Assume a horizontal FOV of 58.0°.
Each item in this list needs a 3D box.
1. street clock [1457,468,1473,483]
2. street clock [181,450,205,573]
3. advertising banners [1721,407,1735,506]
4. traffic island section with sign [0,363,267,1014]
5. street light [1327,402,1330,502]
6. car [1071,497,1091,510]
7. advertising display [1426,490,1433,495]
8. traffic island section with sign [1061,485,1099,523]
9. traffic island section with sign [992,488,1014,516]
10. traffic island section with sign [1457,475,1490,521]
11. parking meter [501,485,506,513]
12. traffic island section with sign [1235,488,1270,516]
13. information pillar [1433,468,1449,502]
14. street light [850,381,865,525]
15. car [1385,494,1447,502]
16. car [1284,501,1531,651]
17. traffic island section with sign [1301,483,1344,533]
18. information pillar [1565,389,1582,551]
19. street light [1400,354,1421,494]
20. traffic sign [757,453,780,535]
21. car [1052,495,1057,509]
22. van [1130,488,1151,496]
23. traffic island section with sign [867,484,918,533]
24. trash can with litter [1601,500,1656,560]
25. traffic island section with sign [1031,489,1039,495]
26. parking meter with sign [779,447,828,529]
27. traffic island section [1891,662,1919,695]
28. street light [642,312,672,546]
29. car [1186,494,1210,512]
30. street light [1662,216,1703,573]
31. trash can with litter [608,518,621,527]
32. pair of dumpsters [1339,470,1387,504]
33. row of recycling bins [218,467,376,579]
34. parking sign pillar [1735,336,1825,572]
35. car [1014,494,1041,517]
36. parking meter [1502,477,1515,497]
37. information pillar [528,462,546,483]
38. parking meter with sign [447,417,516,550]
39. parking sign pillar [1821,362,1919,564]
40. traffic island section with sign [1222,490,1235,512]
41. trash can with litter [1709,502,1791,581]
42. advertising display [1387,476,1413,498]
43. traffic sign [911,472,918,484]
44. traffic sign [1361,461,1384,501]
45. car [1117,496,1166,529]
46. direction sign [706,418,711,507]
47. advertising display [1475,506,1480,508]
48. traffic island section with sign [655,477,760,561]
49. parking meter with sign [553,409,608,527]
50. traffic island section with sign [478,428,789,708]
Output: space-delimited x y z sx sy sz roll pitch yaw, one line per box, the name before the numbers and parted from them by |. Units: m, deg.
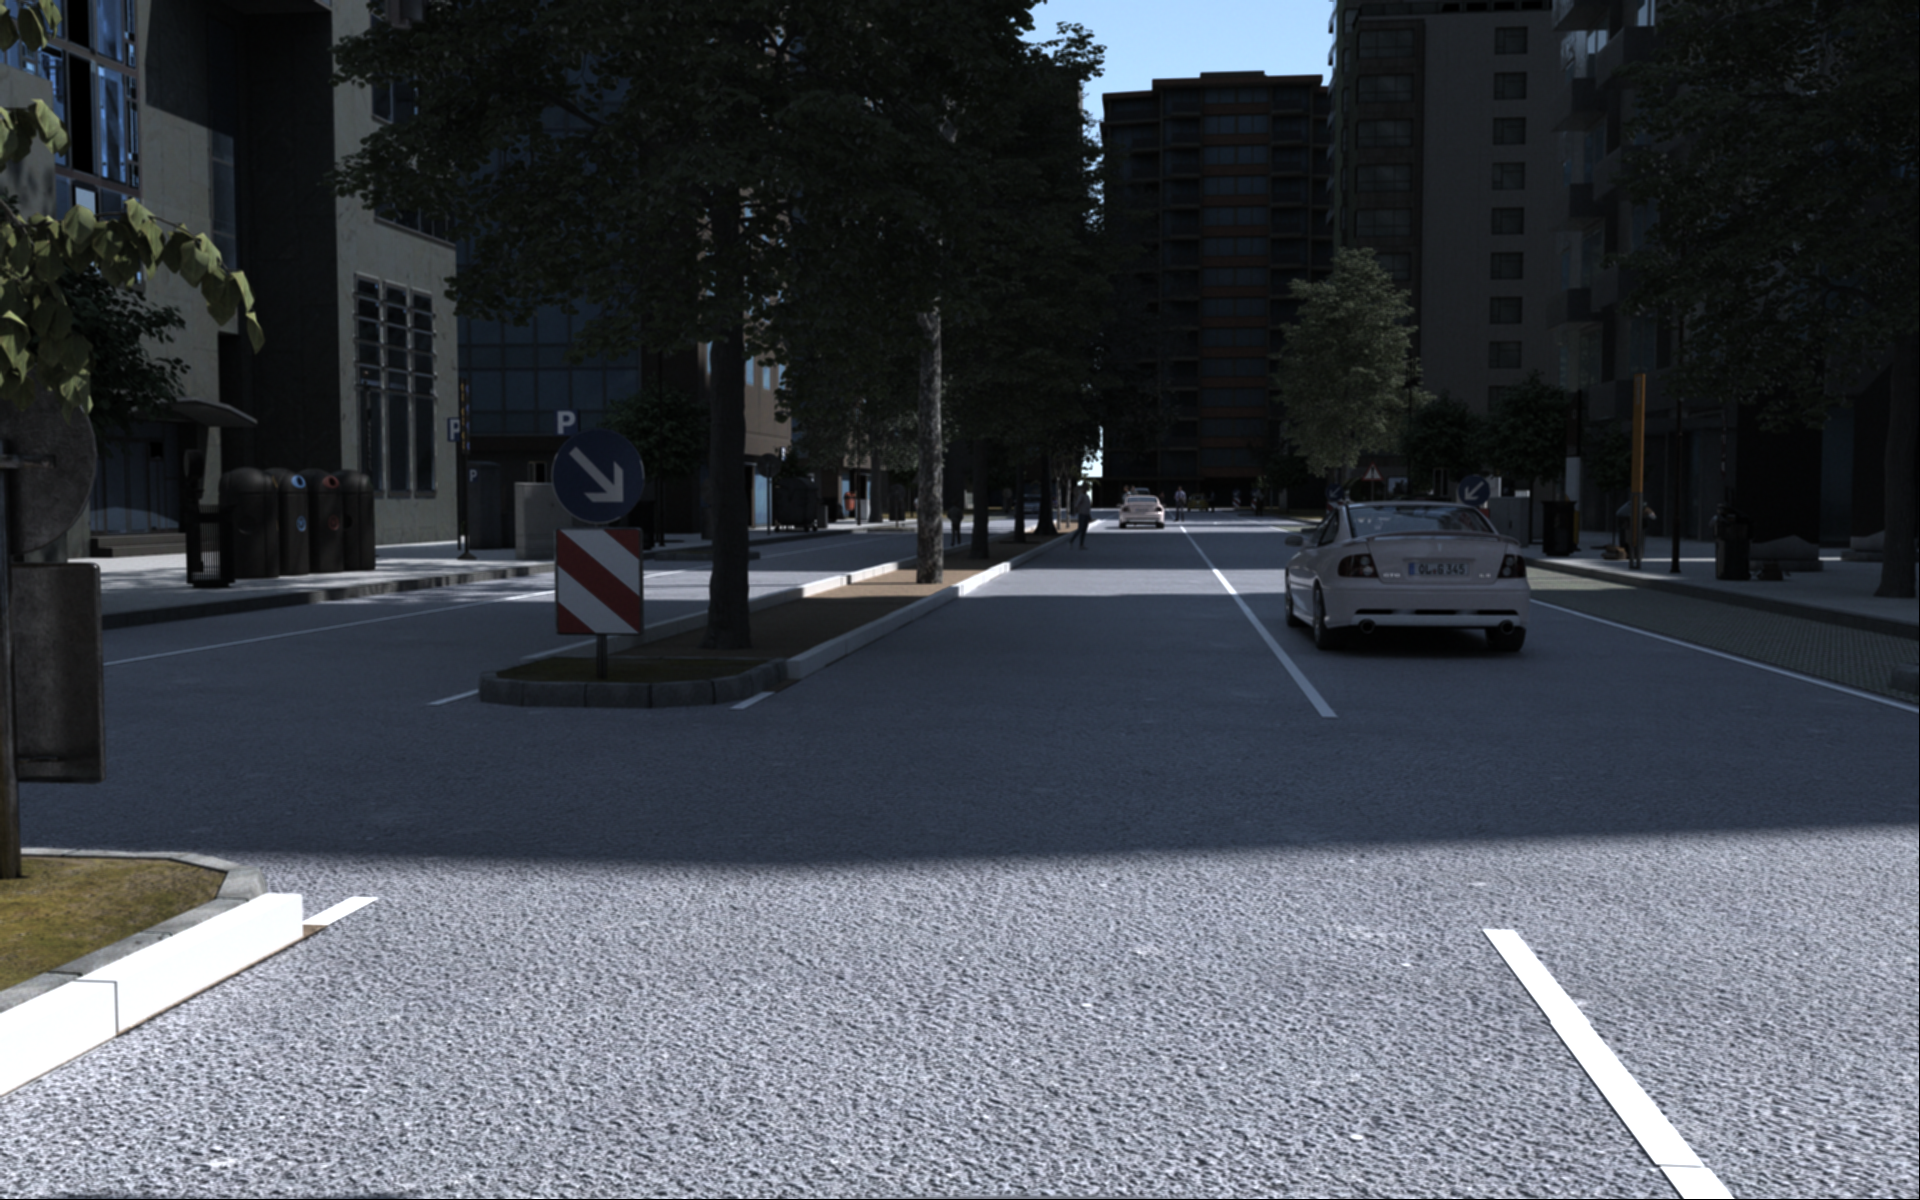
street clock | 14.011 -2.662 48.095 0.471 2.002 0.358 -3 4 -38
street clock | -12.498 -1.448 28.249 0.358 2.002 0.471 -3 4 -38
advertising banners | 15.807 -2.410 35.595 0.090 3.025 2.074 2 4 33
traffic island section with sign | -3.255 0.180 5.196 2.006 1.907 1.989 0 4 6
street light | 18.202 -6.900 85.605 0.468 5.910 1.993 0 4 6
car | 10.623 -8.688 154.416 2.083 1.381 4.827 0 4 6
advertising display | 22.598 -4.768 83.164 0.123 1.923 0.974 0 4 -6
traffic island section with sign | 5.992 -4.837 87.224 2.006 1.907 1.989 0 4 6
traffic island section with sign | 3.169 -6.486 114.676 1.989 1.847 2.006 0 4 6
traffic island section with sign | 10.520 -1.693 36.312 1.989 1.847 2.006 0 4 6
parking meter | -12.813 -2.432 48.181 0.372 1.533 0.369 0 3 0
traffic island section with sign | 19.176 -6.391 113.113 1.989 1.847 2.006 0 4 6
information pillar | 13.607 -2.725 49.042 0.304 2.012 0.304 -3 5 -40
street light | -4.152 -6.008 71.025 0.468 5.910 1.993 0 4 6
car | 10.961 -1.970 41.999 2.009 1.686 4.222 0 4 7
car | 4.330 -0.297 17.226 2.083 1.381 4.827 0 4 5
traffic island section with sign | 13.607 -3.372 63.759 1.989 1.847 2.006 0 4 6
information pillar | 13.780 -2.909 38.915 0.183 3.616 0.504 -1 4 -10
street light | 14.848 -5.164 57.218 0.468 5.910 1.993 0 4 6
traffic sign | -5.993 -3.307 54.178 0.768 2.556 0.104 1 4 10
car | 8.289 -9.095 161.278 1.945 1.354 3.894 0 4 6
van | 12.360 -6.853 119.061 2.013 2.044 4.112 0 4 6
traffic island section with sign | -2.381 -3.470 65.357 1.989 1.847 2.006 0 4 6
trash can with litter | 13.028 -1.371 33.797 1.055 1.170 0.624 -3 4 -37
traffic island section with sign | 6.199 -8.124 141.461 1.989 1.847 2.006 0 4 6
parking meter with sign | -5.779 -4.156 64.210 1.738 3.016 0.543 1 4 11
traffic island section | 7.735 0.644 11.756 2.009 0.180 2.903 0 4 6
street light | -7.315 -4.253 42.326 0.468 5.910 1.993 0 4 6
car | 19.674 -8.132 143.186 2.015 1.641 3.980 0 4 7
street light | 11.644 -3.378 28.017 0.468 5.910 1.993 0 4 6
trash can with litter | -7.946 -1.656 38.463 0.624 1.170 1.055 -2 4 -33
pair of dumpsters | 16.556 -4.208 71.289 1.574 2.255 4.437 0 4 6
row of recycling bins | -10.609 -1.262 27.748 1.069 1.692 3.534 1 4 13
parking sign pillar | 13.732 -2.481 29.043 1.447 3.967 1.447 2 4 26
car | 4.335 -5.740 105.846 2.014 1.417 4.499 0 4 8
parking meter | 19.017 -3.326 60.097 0.255 1.863 0.399 -3 4 -38
information pillar | -9.565 -2.126 39.250 0.304 2.012 0.304 -3 5 -40
parking meter with sign | -11.010 -2.686 40.176 0.543 3.016 1.738 2 4 31
parking sign pillar | 17.637 -2.723 32.986 1.447 3.967 1.447 -1 4 -11
traffic island section with sign | 22.193 -8.029 139.899 1.989 1.847 2.006 0 4 6
trash can with litter | 11.785 -0.884 25.846 1.055 1.170 0.624 1 4 10
advertising display | 15.786 -3.485 62.196 0.974 1.923 0.123 3 5 43
traffic sign | -2.043 -5.375 87.877 0.884 2.594 0.081 0 4 8
traffic sign | 16.281 -4.181 68.370 0.884 2.594 0.081 1 4 15
car | 7.662 -3.719 73.161 2.083 1.381 4.827 0 4 5
direction sign | -7.434 -3.639 51.496 0.379 3.537 0.876 -1 4 -18
advertising display | 18.619 -3.501 62.452 0.123 1.923 0.974 1 4 8
traffic island section with sign | -5.470 -1.797 38.003 1.989 1.847 2.006 0 4 6
parking meter with sign | -7.931 -2.460 36.490 0.543 3.016 1.738 1 4 11
traffic island section with sign | -2.415 -0.270 12.555 2.006 1.907 1.989 0 4 6
